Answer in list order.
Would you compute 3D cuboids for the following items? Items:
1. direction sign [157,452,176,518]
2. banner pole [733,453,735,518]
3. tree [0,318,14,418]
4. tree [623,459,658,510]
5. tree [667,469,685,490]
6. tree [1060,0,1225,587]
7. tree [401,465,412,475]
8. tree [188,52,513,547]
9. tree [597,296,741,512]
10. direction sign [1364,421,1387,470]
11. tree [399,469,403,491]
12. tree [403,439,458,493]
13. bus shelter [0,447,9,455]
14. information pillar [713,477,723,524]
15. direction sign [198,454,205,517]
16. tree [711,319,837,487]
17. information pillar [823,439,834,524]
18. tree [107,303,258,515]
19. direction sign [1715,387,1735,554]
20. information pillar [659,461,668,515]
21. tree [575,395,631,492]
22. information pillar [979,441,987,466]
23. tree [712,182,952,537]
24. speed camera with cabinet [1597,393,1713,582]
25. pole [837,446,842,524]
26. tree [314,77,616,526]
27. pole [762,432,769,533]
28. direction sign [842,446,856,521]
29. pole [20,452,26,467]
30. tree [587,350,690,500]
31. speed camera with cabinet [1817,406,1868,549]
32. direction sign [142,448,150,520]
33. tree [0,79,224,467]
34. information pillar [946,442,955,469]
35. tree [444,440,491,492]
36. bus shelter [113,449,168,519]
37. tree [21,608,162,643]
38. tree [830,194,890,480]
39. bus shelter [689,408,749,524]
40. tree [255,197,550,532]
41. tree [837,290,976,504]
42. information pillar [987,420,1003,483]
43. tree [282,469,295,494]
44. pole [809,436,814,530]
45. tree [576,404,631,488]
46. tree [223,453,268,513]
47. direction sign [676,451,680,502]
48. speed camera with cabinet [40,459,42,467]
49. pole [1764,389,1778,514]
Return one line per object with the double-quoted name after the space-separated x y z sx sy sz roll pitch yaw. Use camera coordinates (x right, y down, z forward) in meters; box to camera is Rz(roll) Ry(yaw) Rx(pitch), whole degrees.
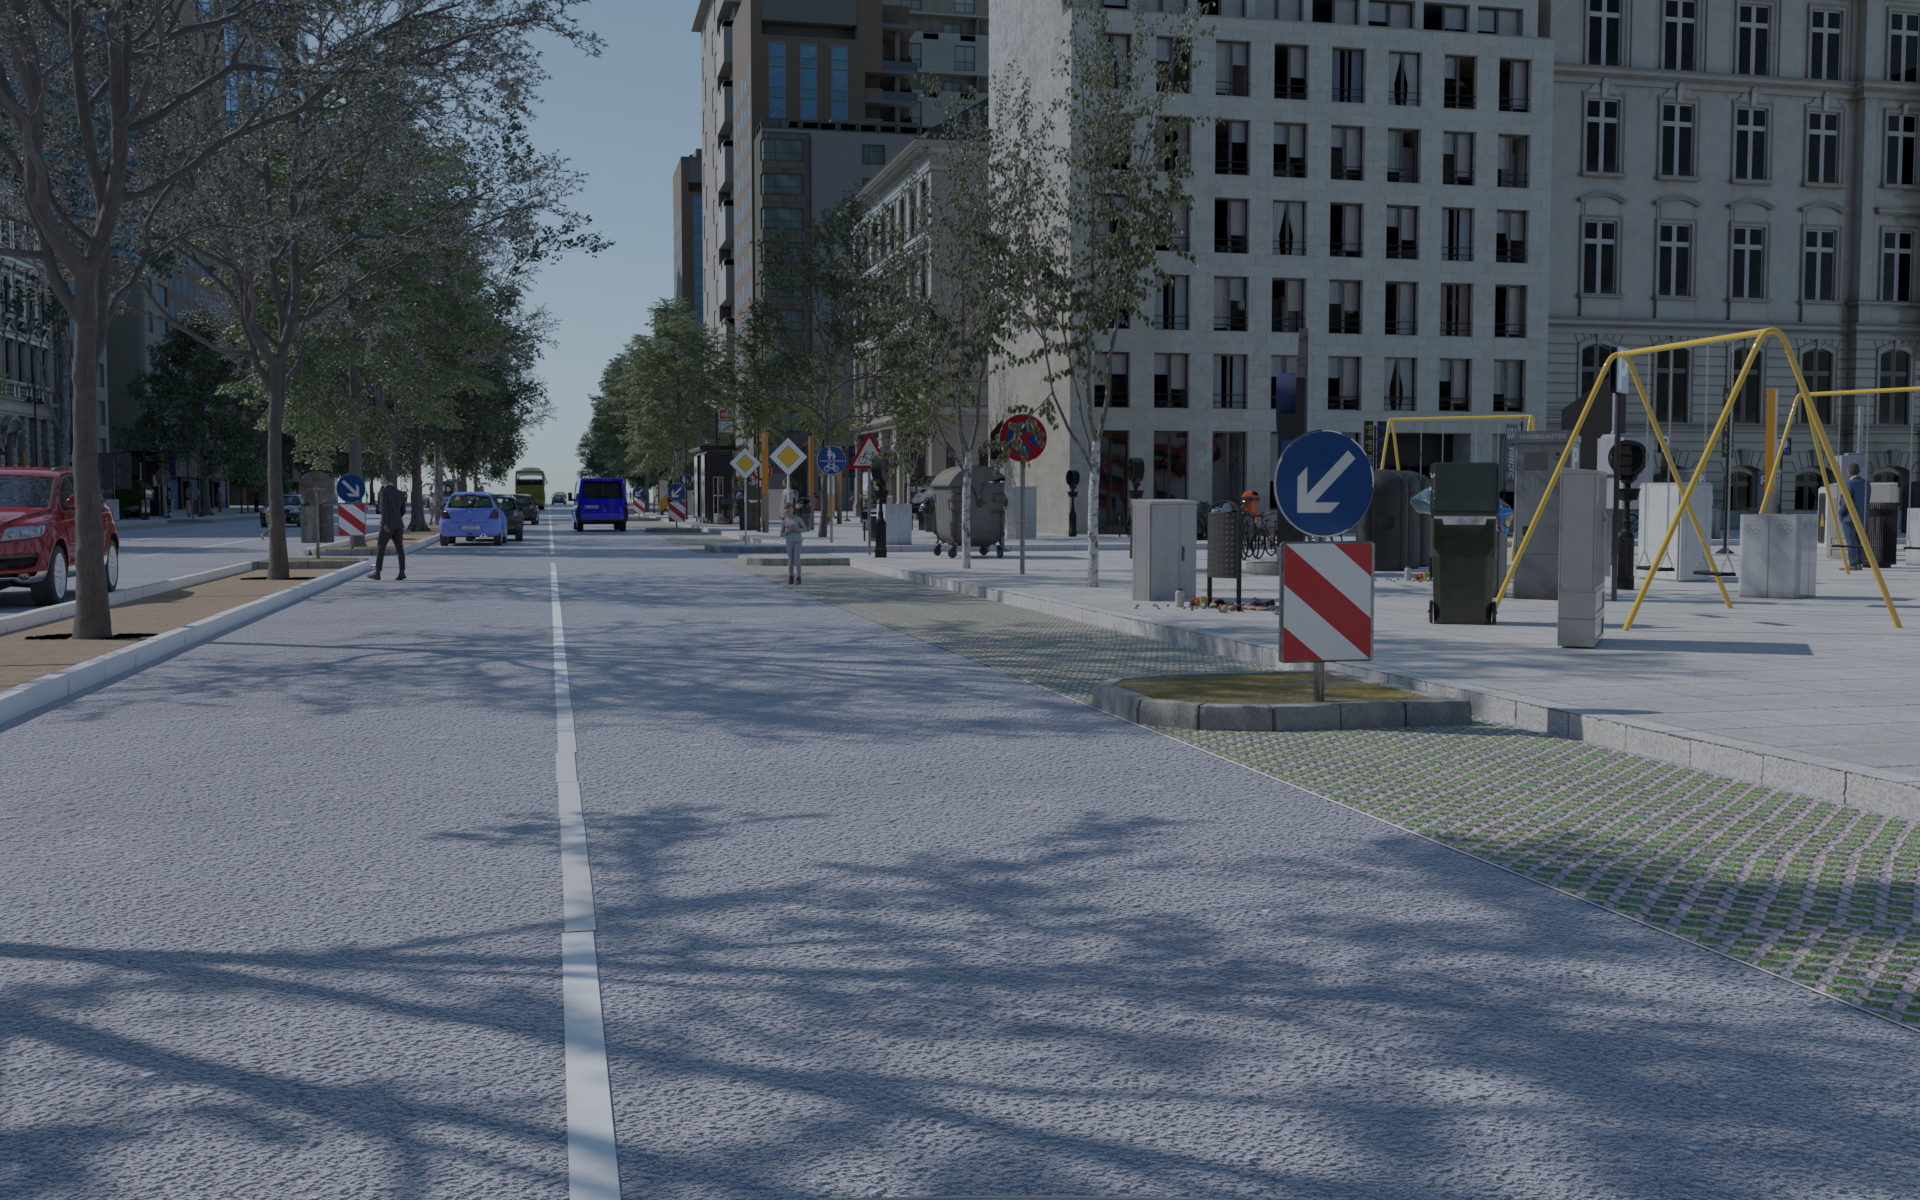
-42.219 -6.131 92.243 0.876 3.537 0.379 -1 4 -14 "direction sign"
-12.000 -6.178 91.026 0.401 3.779 0.863 2 4 27 "banner pole"
-33.211 -6.464 56.054 4.737 8.622 4.395 0 3 0 "tree"
-25.983 -9.698 142.277 4.285 4.588 4.351 0 3 0 "tree"
-17.932 -7.013 109.263 1.663 3.219 1.824 0 3 0 "tree"
1.723 -4.495 23.860 4.360 8.622 3.978 0 3 0 "tree"
-75.579 -18.617 230.134 9.928 11.665 9.643 0 3 0 "tree"
-15.447 -7.562 44.221 7.486 12.596 7.792 0 3 0 "tree"
-16.134 -11.121 99.953 7.486 12.596 7.792 0 3 0 "tree"
12.863 -3.776 53.733 0.876 3.537 0.379 -2 4 -28 "direction sign"
-76.502 -17.587 237.916 4.737 8.622 4.395 0 3 0 "tree"
-26.442 -8.414 90.394 4.737 8.622 4.395 0 3 0 "tree"
-36.237 -4.194 62.494 2.014 3.302 5.546 -1 4 -13 "bus shelter"
-10.267 -4.226 73.590 0.304 2.012 0.304 3 5 43 "information pillar"
-42.650 -6.440 97.290 0.379 3.537 0.876 -1 4 -9 "direction sign"
-8.199 -7.299 69.709 4.737 8.622 4.395 0 3 0 "tree"
-5.626 -4.992 72.971 0.183 3.616 0.504 -3 4 -36 "information pillar"
-45.535 -11.441 104.061 9.611 12.733 9.660 0 3 0 "tree"
16.449 -2.761 37.146 0.379 3.537 0.876 3 4 37 "direction sign"
-18.034 -6.964 105.215 0.504 3.616 0.183 0 4 -6 "information pillar"
-34.854 -15.517 179.458 9.928 11.665 9.643 0 3 0 "tree"
1.036 -4.889 71.298 0.504 3.616 0.183 0 4 0 "information pillar"
-3.753 -7.149 51.293 7.601 10.594 8.767 -1 4 -11 "tree"
10.454 -1.943 26.100 0.660 3.252 2.038 -1 4 -15 "speed camera with cabinet"
-5.170 -4.914 74.182 0.158 3.312 0.155 0 3 0 "pole"
-22.137 -13.378 77.073 12.611 20.169 13.585 0 3 0 "tree"
-6.437 -3.876 57.220 0.158 3.312 0.155 0 3 0 "pole"
-5.333 -5.484 81.668 0.876 3.537 0.379 1 4 20 "direction sign"
-45.062 -5.476 83.368 0.158 3.312 0.155 0 3 0 "pole"
-27.631 -14.872 149.815 9.857 13.997 8.962 0 3 0 "tree"
20.283 -2.782 39.819 0.660 3.252 2.038 1 4 14 "speed camera with cabinet"
-40.362 -5.734 85.747 0.379 3.537 0.876 -2 4 -32 "direction sign"
-38.553 -13.476 76.218 12.611 20.169 13.585 0 3 0 "tree"
-0.424 -5.299 77.991 0.504 3.616 0.183 -3 5 -41 "information pillar"
-24.854 -8.120 85.589 4.360 8.622 3.978 0 3 0 "tree"
-44.193 -6.263 93.675 1.731 3.624 6.357 -1 4 -13 "bus shelter"
-8.638 -6.362 16.841 12.009 13.543 11.850 0 3 0 "tree"
0.019 -4.858 29.796 4.360 8.622 3.978 0 3 0 "tree"
-11.101 -6.182 78.708 2.179 5.291 8.768 -1 4 -13 "bus shelter"
-20.594 -8.926 65.406 9.611 12.733 9.660 0 3 0 "tree"
-1.660 -6.926 63.605 4.737 8.622 4.395 0 3 0 "tree"
1.174 -3.883 54.846 0.504 3.616 0.183 3 5 41 "information pillar"
-52.234 -8.497 133.535 1.663 3.219 1.824 0 3 0 "tree"
-5.245 -4.117 61.150 0.158 3.312 0.155 0 3 0 "pole"
-40.270 -17.414 201.724 9.611 12.733 9.660 0 3 0 "tree"
-49.427 -8.356 120.327 4.285 4.588 4.351 0 3 0 "tree"
-14.774 -6.039 90.738 0.379 3.537 0.876 -1 4 -22 "direction sign"
-52.452 -6.390 98.811 0.660 3.252 2.038 -1 4 -17 "speed camera with cabinet"
15.718 -2.431 33.590 0.158 3.312 0.155 0 3 0 "pole"
